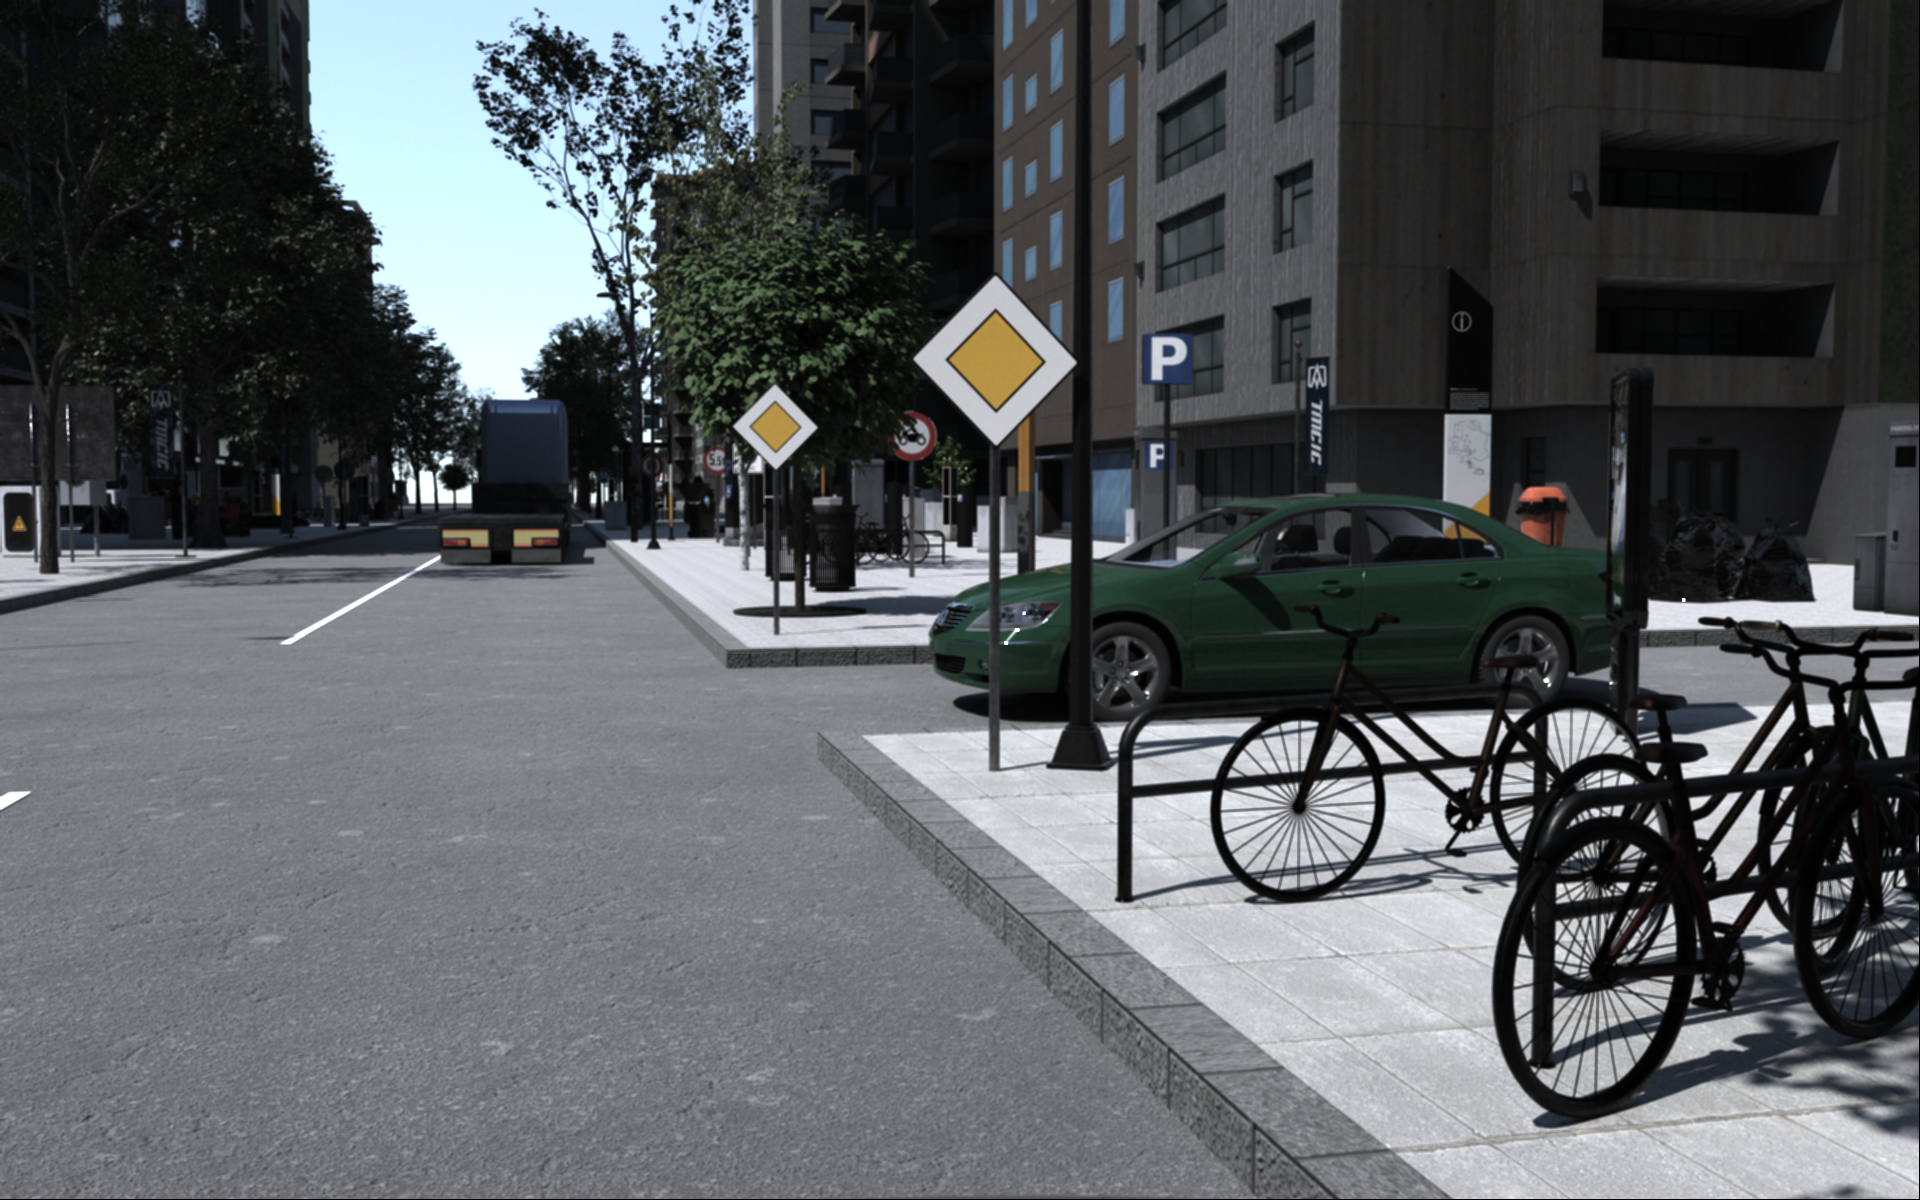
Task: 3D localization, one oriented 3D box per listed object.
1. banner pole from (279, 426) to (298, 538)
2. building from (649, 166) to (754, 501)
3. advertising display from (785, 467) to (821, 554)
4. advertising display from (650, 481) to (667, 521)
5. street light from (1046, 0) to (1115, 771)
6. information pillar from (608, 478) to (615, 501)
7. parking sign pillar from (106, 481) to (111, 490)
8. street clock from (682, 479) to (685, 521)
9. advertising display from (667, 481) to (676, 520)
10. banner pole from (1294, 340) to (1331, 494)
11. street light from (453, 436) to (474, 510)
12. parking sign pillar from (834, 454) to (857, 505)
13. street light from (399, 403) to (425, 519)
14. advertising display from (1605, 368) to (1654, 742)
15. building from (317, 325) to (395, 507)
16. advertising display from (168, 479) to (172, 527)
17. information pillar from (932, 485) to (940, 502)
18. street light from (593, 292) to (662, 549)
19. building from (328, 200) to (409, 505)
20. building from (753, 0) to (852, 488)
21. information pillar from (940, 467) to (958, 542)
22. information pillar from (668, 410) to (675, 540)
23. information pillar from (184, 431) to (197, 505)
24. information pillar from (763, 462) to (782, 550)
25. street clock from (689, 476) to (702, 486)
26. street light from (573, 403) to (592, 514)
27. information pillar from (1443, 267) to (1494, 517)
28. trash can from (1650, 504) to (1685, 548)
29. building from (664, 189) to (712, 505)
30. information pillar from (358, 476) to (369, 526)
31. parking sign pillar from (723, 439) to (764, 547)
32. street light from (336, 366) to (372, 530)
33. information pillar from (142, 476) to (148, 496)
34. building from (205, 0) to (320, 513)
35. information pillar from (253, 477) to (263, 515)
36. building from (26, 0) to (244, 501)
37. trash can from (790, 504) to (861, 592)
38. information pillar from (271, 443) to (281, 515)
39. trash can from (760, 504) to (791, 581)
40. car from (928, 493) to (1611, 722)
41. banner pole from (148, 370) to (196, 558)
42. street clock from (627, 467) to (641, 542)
[{"bbox_3d":[-19.717,-3.709,50.666,0.401,3.779,0.863,-3,5,-45],"label":"banner pole"},{"bbox_3d":[-30.396,-35.474,234.620,22.147,44.769,28.867,-1,4,-13],"label":"building"},{"bbox_3d":[-3.333,-1.935,36.846,0.123,1.923,0.974,3,5,40],"label":"advertising display"},{"bbox_3d":[-14.702,-4.767,83.150,0.974,1.923,0.123,0,4,5],"label":"advertising display"},{"bbox_3d":[0.044,-2.162,7.888,1.470,5.913,1.316,-1,4,-13],"label":"street light"},{"bbox_3d":[-16.117,-4.624,80.088,0.304,2.012,0.304,-1,4,-15],"label":"information pillar"},{"bbox_3d":[-36.465,-5.217,73.767,1.447,3.967,1.447,-2,4,-26],"label":"parking sign pillar"},{"bbox_3d":[-13.014,-4.748,82.203,0.358,2.002,0.471,-2,4,-29],"label":"street clock"},{"bbox_3d":[-14.359,-4.943,86.032,0.123,1.923,0.974,1,4,12],"label":"advertising display"},{"bbox_3d":[5.645,-2.327,28.056,0.401,3.779,0.863,-3,5,-40],"label":"banner pole"},{"bbox_3d":[-39.414,-10.047,136.803,1.470,5.913,1.316,-1,4,-13],"label":"street light"},{"bbox_3d":[-3.608,-4.112,55.708,1.447,3.967,1.447,1,4,20],"label":"parking sign pillar"},{"bbox_3d":[-27.909,-7.069,88.125,1.470,5.913,1.316,-1,4,-13],"label":"street light"},{"bbox_3d":[3.588,-0.251,9.319,0.123,1.923,0.974,1,4,15],"label":"advertising display"},{"bbox_3d":[-77.051,-20.940,187.407,27.650,21.520,28.899,-1,4,-13],"label":"building"},{"bbox_3d":[-29.977,-3.765,66.768,0.123,1.923,0.974,3,5,42],"label":"advertising display"},{"bbox_3d":[-0.824,-3.466,61.166,0.304,2.012,0.304,-1,4,-12],"label":"information pillar"},{"bbox_3d":[-7.673,-4.133,40.118,1.470,5.913,1.316,-1,4,-13],"label":"street light"},{"bbox_3d":[-85.325,-31.827,212.244,32.217,40.220,23.993,-1,4,-13],"label":"building"},{"bbox_3d":[-3.601,-35.280,118.819,21.231,58.520,28.212,-1,4,-13],"label":"building"},{"bbox_3d":[-0.263,-2.584,46.739,0.304,2.012,0.304,3,5,44],"label":"information pillar"},{"bbox_3d":[-8.039,-3.472,48.128,0.183,3.616,0.504,0,4,-8],"label":"information pillar"},{"bbox_3d":[-27.648,-4.324,62.056,0.504,3.616,0.183,-3,5,-45],"label":"information pillar"},{"bbox_3d":[-4.292,-2.153,39.698,0.304,2.012,0.304,2,4,29],"label":"information pillar"},{"bbox_3d":[-10.568,-3.998,69.931,0.358,2.002,0.471,1,4,9],"label":"street clock"},{"bbox_3d":[-19.083,-7.107,88.742,1.470,5.913,1.316,-1,4,-13],"label":"street light"},{"bbox_3d":[5.254,-1.628,17.981,0.504,3.616,0.183,0,4,-4],"label":"information pillar"},{"bbox_3d":[10.096,-0.823,25.113,0.748,1.137,0.748,0,3,0],"label":"trash can"},{"bbox_3d":[-19.353,-31.705,210.250,32.217,40.220,23.993,-1,4,-13],"label":"building"},{"bbox_3d":[-23.802,-3.953,69.122,0.304,2.012,0.304,-3,5,-44],"label":"information pillar"},{"bbox_3d":[-5.169,-3.332,42.953,1.447,3.967,1.447,-3,4,-36],"label":"parking sign pillar"},{"bbox_3d":[-21.801,-5.501,62.490,1.470,5.913,1.316,-1,4,-13],"label":"street light"},{"bbox_3d":[-33.944,-4.127,71.961,0.304,2.012,0.304,2,4,34],"label":"information pillar"},{"bbox_3d":[-57.819,-27.474,132.789,14.154,41.232,14.086,-1,4,-13],"label":"building"},{"bbox_3d":[-30.702,-4.361,75.792,0.304,2.012,0.304,0,4,-1],"label":"information pillar"},{"bbox_3d":[-54.336,-29.128,95.844,23.786,49.044,30.456,-1,4,-13],"label":"building"},{"bbox_3d":[-1.684,-0.686,22.864,0.748,1.137,0.748,0,3,0],"label":"trash can"},{"bbox_3d":[-28.258,-4.908,71.606,0.504,3.616,0.183,2,4,28],"label":"information pillar"},{"bbox_3d":[-2.583,-0.858,25.686,0.748,1.137,0.748,0,3,0],"label":"trash can"},{"bbox_3d":[2.211,-0.010,11.957,4.920,1.459,2.131,-1,4,-13],"label":"car"},{"bbox_3d":[-15.895,-2.745,34.895,0.863,3.779,0.401,-3,5,-40],"label":"banner pole"},{"bbox_3d":[-8.699,-2.547,46.207,0.358,2.002,0.471,-1,4,-10],"label":"street clock"}]
